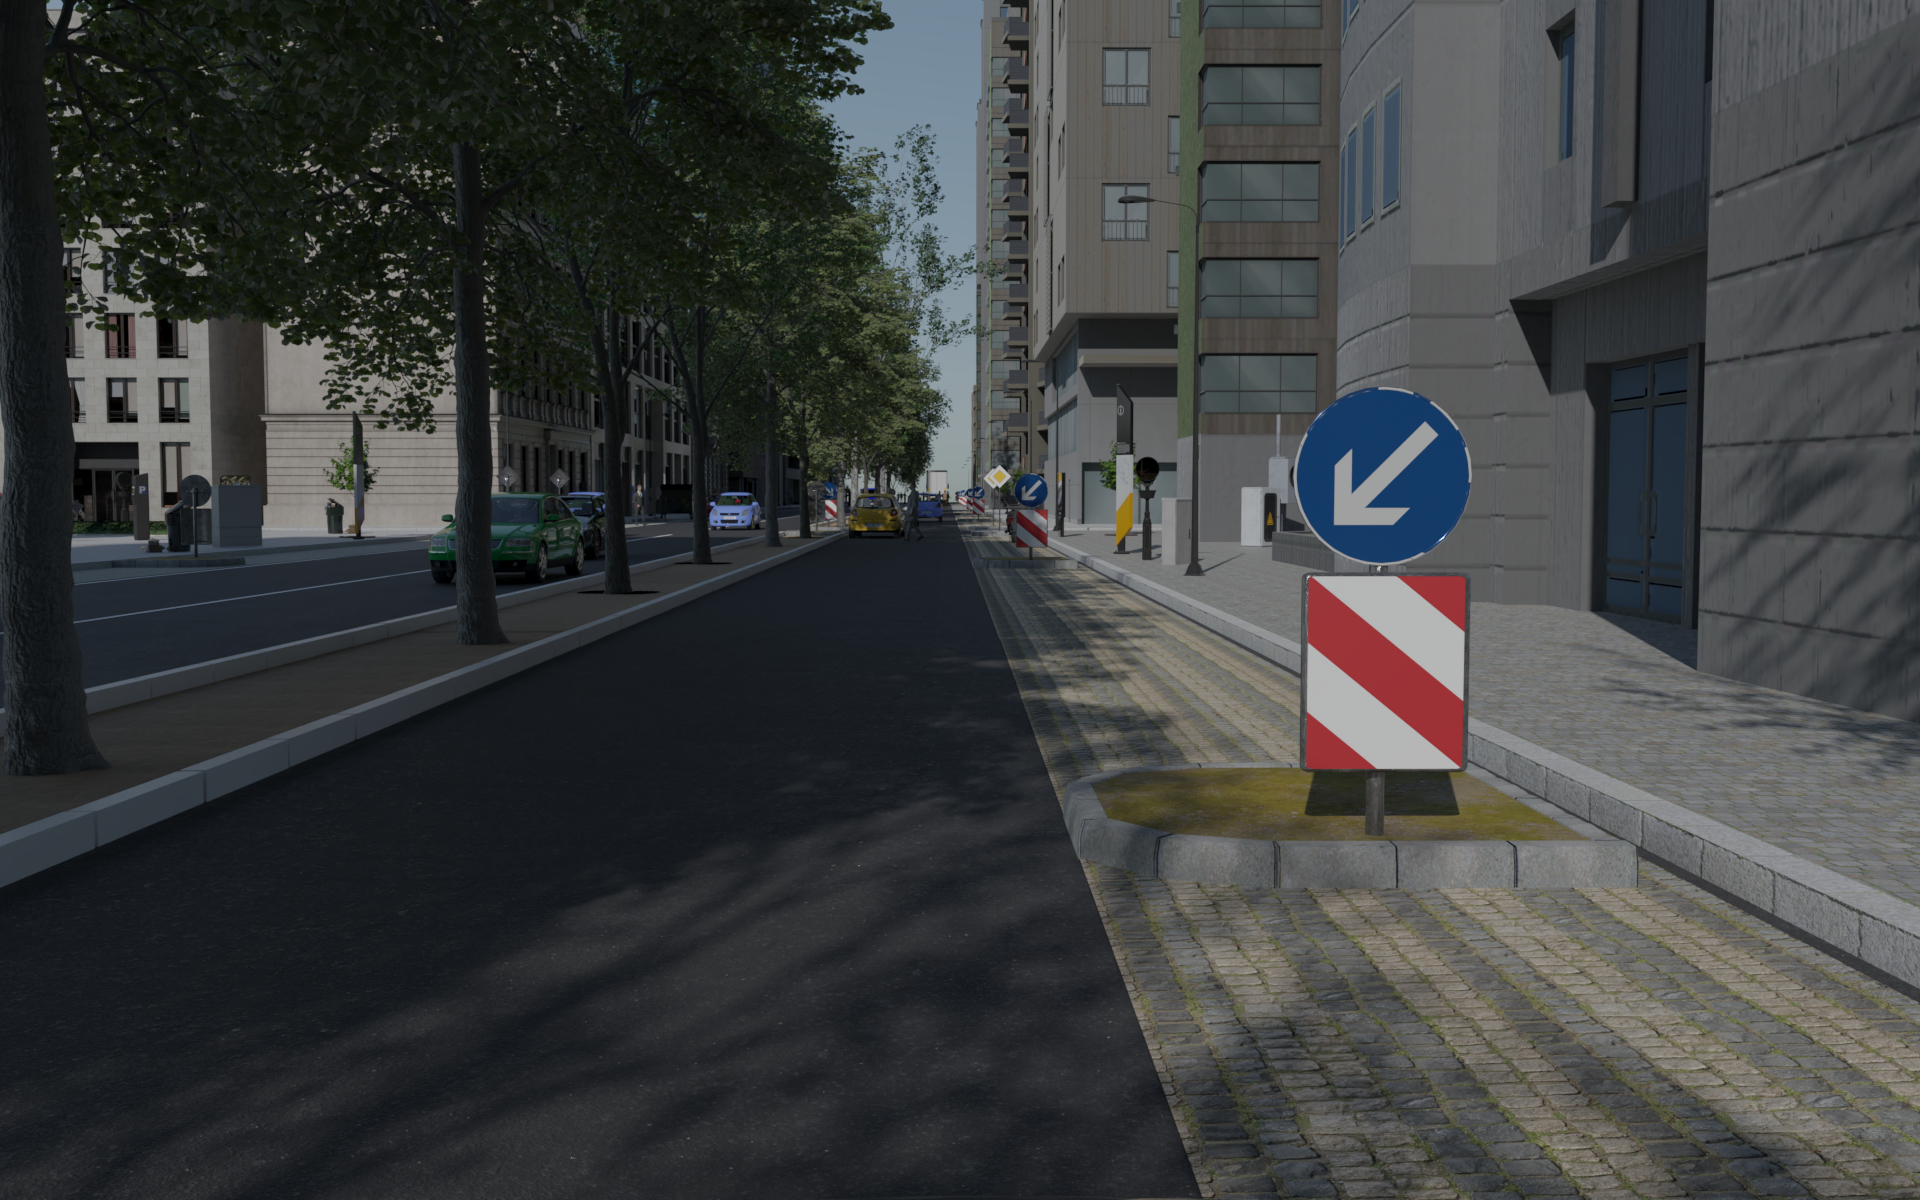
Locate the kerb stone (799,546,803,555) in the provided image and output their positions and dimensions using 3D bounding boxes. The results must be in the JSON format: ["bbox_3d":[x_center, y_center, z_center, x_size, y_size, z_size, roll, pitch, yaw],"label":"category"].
[{"bbox_3d":[-3.810,-1.110,40.341,0.120,0.150,1.000,0,4,0],"label":"kerb stone"}]

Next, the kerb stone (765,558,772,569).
[{"bbox_3d":[-3.752,-0.668,33.155,0.120,0.150,1.000,0,4,0],"label":"kerb stone"}]

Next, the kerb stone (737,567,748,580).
[{"bbox_3d":[-3.723,-0.420,29.062,0.120,0.150,1.000,0,4,0],"label":"kerb stone"}]

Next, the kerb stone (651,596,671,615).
[{"bbox_3d":[-3.658,0.081,20.874,0.120,0.150,1.000,0,4,0],"label":"kerb stone"}]

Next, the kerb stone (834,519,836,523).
[{"bbox_3d":[-6.228,-3.767,83.900,0.120,0.150,1.000,0,4,0],"label":"kerb stone"}]

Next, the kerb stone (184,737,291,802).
[{"bbox_3d":[-3.568,0.834,8.552,0.120,0.150,1.000,0,4,0],"label":"kerb stone"}]

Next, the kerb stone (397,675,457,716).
[{"bbox_3d":[-3.598,0.646,11.634,0.120,0.150,1.000,0,4,0],"label":"kerb stone"}]

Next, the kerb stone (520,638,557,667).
[{"bbox_3d":[-3.622,0.457,14.716,0.120,0.150,1.000,0,4,0],"label":"kerb stone"}]

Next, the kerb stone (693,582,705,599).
[{"bbox_3d":[-3.685,-0.107,23.942,0.120,0.150,1.000,0,4,0],"label":"kerb stone"}]

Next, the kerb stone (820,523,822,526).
[{"bbox_3d":[-6.164,-3.208,74.649,0.120,0.150,1.000,0,4,0],"label":"kerb stone"}]

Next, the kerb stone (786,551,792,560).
[{"bbox_3d":[-3.781,-0.917,37.264,0.120,0.150,1.000,0,4,0],"label":"kerb stone"}]

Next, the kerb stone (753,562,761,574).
[{"bbox_3d":[-3.743,-0.545,31.110,0.120,0.150,1.000,0,4,0],"label":"kerb stone"}]

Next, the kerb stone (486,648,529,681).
[{"bbox_3d":[-3.613,0.520,13.693,0.120,0.150,1.000,0,4,0],"label":"kerb stone"}]

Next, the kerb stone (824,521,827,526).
[{"bbox_3d":[-6.185,-3.397,77.729,0.120,0.150,1.000,0,4,0],"label":"kerb stone"}]

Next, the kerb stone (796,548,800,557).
[{"bbox_3d":[-3.801,-1.040,39.319,0.120,0.150,1.000,0,4,0],"label":"kerb stone"}]

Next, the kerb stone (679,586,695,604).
[{"bbox_3d":[-3.676,-0.044,22.919,0.120,0.150,1.000,0,4,0],"label":"kerb stone"}]

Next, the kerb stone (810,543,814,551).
[{"bbox_3d":[-3.834,-1.293,43.408,0.120,0.150,1.000,0,4,0],"label":"kerb stone"}]

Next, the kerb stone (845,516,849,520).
[{"bbox_3d":[-6.339,-4.714,99.267,0.120,0.150,1.000,0,4,0],"label":"kerb stone"}]

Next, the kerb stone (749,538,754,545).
[{"bbox_3d":[-5.967,-1.608,48.483,0.120,0.150,1.000,0,4,0],"label":"kerb stone"}]

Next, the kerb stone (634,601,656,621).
[{"bbox_3d":[-3.655,0.144,19.845,0.120,0.150,1.000,0,4,0],"label":"kerb stone"}]

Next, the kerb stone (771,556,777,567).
[{"bbox_3d":[-3.762,-0.733,34.177,0.120,0.150,1.000,0,4,0],"label":"kerb stone"}]

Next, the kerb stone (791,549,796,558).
[{"bbox_3d":[-3.786,-0.984,38.291,0.120,0.150,1.000,0,4,0],"label":"kerb stone"}]

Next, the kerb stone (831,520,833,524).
[{"bbox_3d":[-6.214,-3.642,81.848,0.120,0.150,1.000,0,4,0],"label":"kerb stone"}]

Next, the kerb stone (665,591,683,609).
[{"bbox_3d":[-3.670,0.018,21.896,0.120,0.150,1.000,0,4,0],"label":"kerb stone"}]

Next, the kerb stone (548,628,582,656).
[{"bbox_3d":[-3.626,0.395,15.743,0.120,0.150,1.000,0,4,0],"label":"kerb stone"}]

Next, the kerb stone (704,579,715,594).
[{"bbox_3d":[-3.699,-0.169,24.965,0.120,0.150,1.000,0,4,0],"label":"kerb stone"}]

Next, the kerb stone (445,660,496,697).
[{"bbox_3d":[-3.605,0.584,12.663,0.120,0.150,1.000,0,4,0],"label":"kerb stone"}]

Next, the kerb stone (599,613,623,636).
[{"bbox_3d":[-3.644,0.273,17.790,0.120,0.150,1.000,0,4,0],"label":"kerb stone"}]

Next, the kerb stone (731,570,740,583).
[{"bbox_3d":[-3.721,-0.354,28.035,0.120,0.150,1.000,0,4,0],"label":"kerb stone"}]

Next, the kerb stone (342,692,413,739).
[{"bbox_3d":[-3.586,0.708,10.612,0.120,0.150,1.000,0,4,0],"label":"kerb stone"}]

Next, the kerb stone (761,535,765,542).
[{"bbox_3d":[-5.991,-1.793,51.569,0.120,0.150,1.000,0,4,0],"label":"kerb stone"}]

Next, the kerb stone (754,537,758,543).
[{"bbox_3d":[-5.976,-1.671,49.510,0.120,0.150,1.000,0,4,0],"label":"kerb stone"}]

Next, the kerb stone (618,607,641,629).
[{"bbox_3d":[-3.646,0.207,18.812,0.120,0.150,1.000,0,4,0],"label":"kerb stone"}]

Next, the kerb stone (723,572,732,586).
[{"bbox_3d":[-3.712,-0.295,27.012,0.120,0.150,1.000,0,4,0],"label":"kerb stone"}]

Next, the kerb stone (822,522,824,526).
[{"bbox_3d":[-6.168,-3.271,75.671,0.120,0.150,1.000,0,4,0],"label":"kerb stone"}]

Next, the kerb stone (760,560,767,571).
[{"bbox_3d":[-3.741,-0.605,32.132,0.120,0.150,1.000,0,4,0],"label":"kerb stone"}]

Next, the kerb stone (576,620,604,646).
[{"bbox_3d":[-3.629,0.332,16.765,0.120,0.150,1.000,0,4,0],"label":"kerb stone"}]

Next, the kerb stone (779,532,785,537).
[{"bbox_3d":[-6.045,-2.236,58.752,0.120,0.150,1.000,0,4,0],"label":"kerb stone"}]

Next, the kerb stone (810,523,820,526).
[{"bbox_3d":[-6.157,-3.145,73.624,0.120,0.150,1.000,0,4,0],"label":"kerb stone"}]

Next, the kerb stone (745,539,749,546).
[{"bbox_3d":[-5.967,-1.545,47.456,0.120,0.150,1.000,0,4,0],"label":"kerb stone"}]

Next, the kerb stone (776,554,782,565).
[{"bbox_3d":[-3.770,-0.796,35.203,0.120,0.150,1.000,0,4,0],"label":"kerb stone"}]

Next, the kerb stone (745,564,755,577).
[{"bbox_3d":[-3.729,-0.482,30.084,0.120,0.150,1.000,0,4,0],"label":"kerb stone"}]

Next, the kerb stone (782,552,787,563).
[{"bbox_3d":[-3.773,-0.859,36.235,0.120,0.150,1.000,0,4,0],"label":"kerb stone"}]

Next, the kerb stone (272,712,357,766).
[{"bbox_3d":[-3.580,0.772,9.580,0.120,0.150,1.000,0,4,0],"label":"kerb stone"}]

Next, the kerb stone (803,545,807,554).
[{"bbox_3d":[-3.814,-1.172,41.363,0.120,0.150,1.000,0,4,0],"label":"kerb stone"}]

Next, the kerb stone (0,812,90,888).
[{"bbox_3d":[-3.555,0.960,6.501,0.120,0.150,1.000,0,4,0],"label":"kerb stone"}]

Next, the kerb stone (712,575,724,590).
[{"bbox_3d":[-3.698,-0.232,25.990,0.120,0.150,1.000,0,4,0],"label":"kerb stone"}]

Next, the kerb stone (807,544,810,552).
[{"bbox_3d":[-3.828,-1.235,42.386,0.120,0.150,1.000,0,4,0],"label":"kerb stone"}]

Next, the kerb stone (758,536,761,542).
[{"bbox_3d":[-5.988,-1.734,50.542,0.120,0.150,1.000,0,4,0],"label":"kerb stone"}]

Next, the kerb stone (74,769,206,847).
[{"bbox_3d":[-3.565,0.900,7.530,0.120,0.150,1.000,0,4,0],"label":"kerb stone"}]
